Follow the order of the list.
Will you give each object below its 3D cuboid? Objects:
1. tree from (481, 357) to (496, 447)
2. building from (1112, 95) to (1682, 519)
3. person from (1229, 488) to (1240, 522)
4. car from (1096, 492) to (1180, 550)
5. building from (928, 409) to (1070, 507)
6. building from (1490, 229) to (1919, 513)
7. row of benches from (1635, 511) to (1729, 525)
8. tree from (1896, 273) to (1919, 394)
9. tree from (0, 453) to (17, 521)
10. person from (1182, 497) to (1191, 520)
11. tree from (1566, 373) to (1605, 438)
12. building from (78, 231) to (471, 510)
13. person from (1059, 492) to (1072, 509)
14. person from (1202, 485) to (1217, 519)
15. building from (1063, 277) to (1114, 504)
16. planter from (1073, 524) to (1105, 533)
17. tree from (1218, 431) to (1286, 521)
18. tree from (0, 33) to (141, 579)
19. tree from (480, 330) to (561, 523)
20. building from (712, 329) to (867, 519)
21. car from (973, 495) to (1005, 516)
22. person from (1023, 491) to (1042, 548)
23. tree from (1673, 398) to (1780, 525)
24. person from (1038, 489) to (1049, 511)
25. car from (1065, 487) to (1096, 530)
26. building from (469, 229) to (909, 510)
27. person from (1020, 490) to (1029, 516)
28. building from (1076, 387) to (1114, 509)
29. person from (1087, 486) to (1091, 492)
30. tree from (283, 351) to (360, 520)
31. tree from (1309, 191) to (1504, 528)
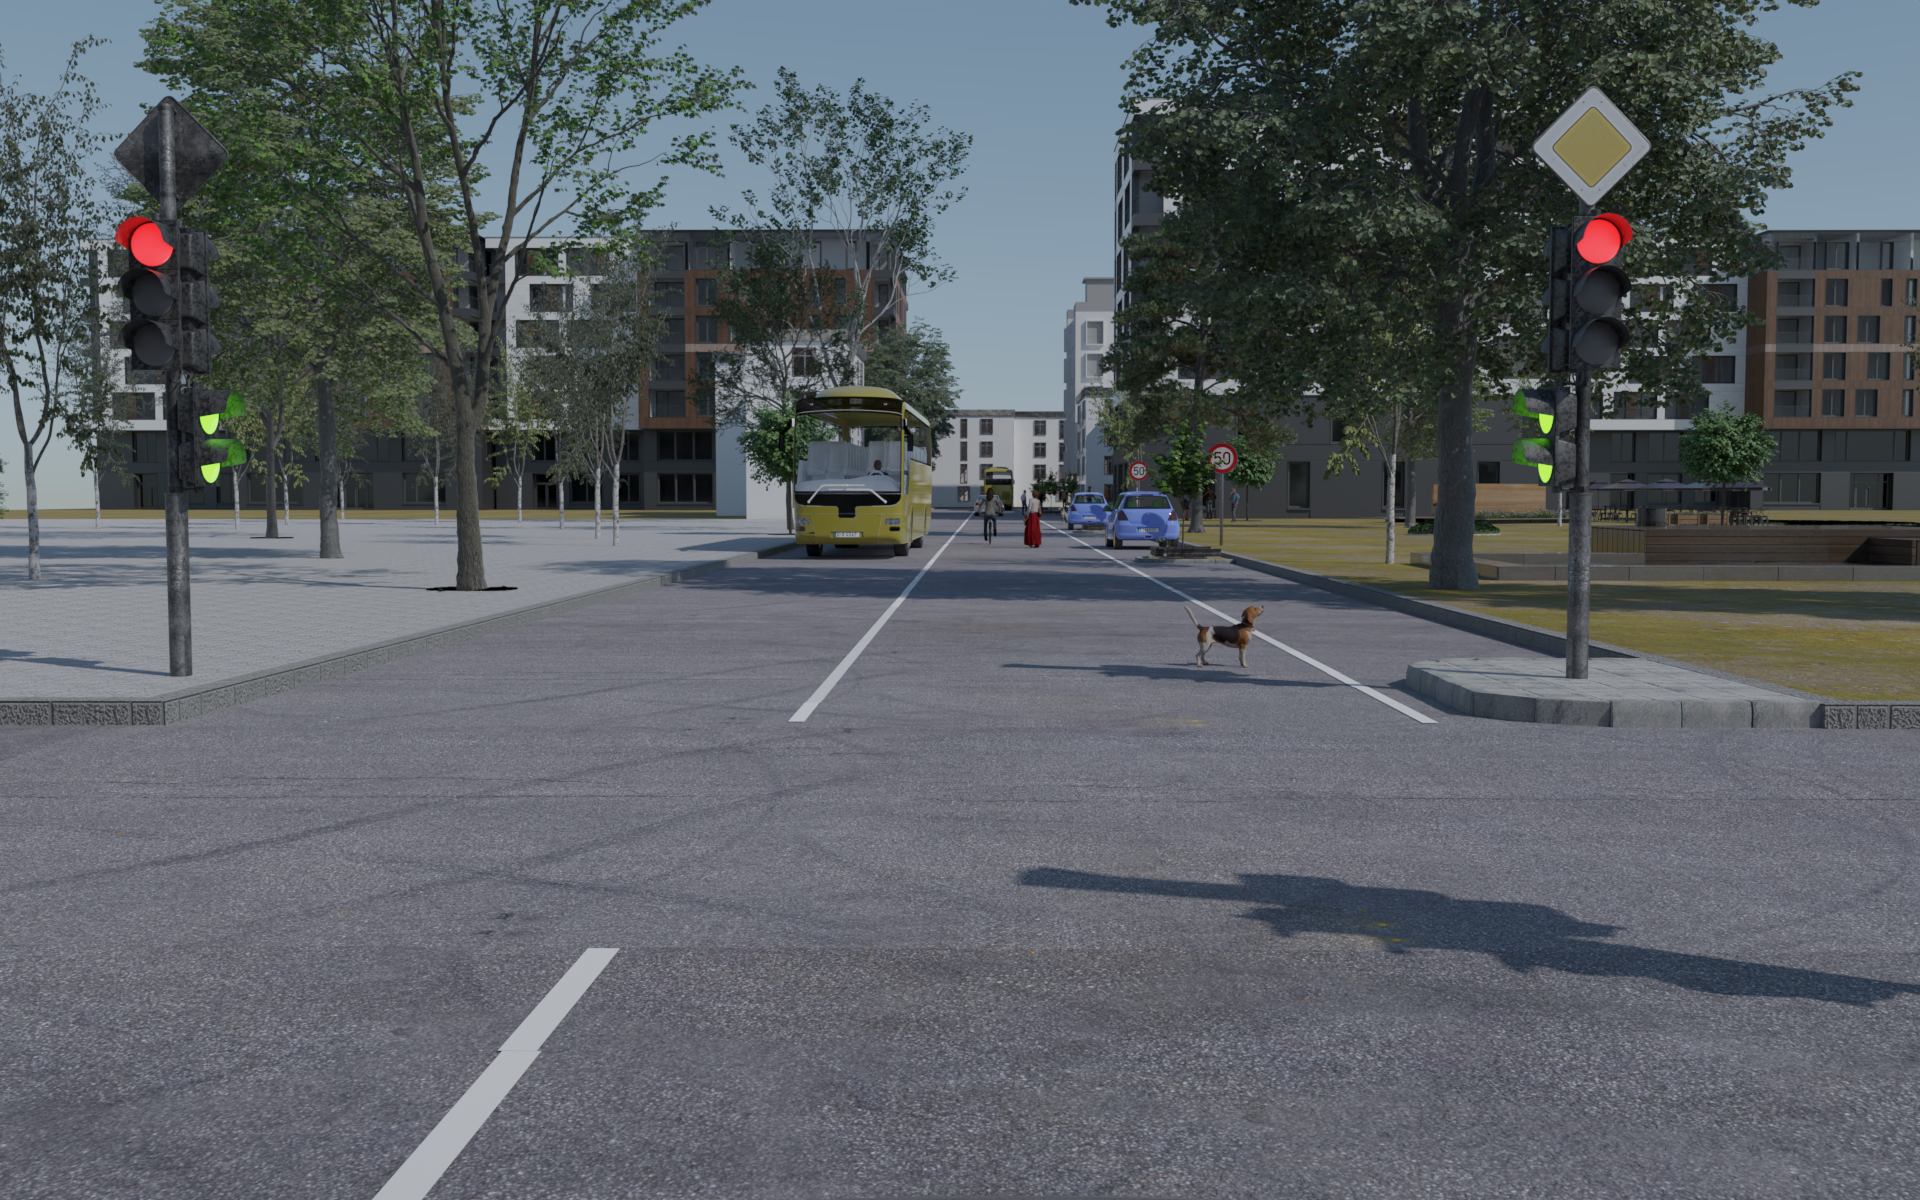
[{"bbox_3d":[-10.594,-6.065,49.527,4.360,8.622,3.978,0,3,0],"label":"tree"},{"bbox_3d":[23.128,-15.996,105.505,27.936,21.610,32.646,0,4,1],"label":"building"},{"bbox_3d":[12.390,-4.285,78.310,0.429,1.552,0.499,0,4,-5],"label":"person"},{"bbox_3d":[4.793,-2.223,45.931,1.945,1.707,3.694,0,4,0],"label":"car"},{"bbox_3d":[5.434,-14.323,176.324,28.070,9.664,9.099,0,4,1],"label":"building"},{"bbox_3d":[66.170,-18.598,148.055,32.646,21.610,27.936,0,4,1],"label":"building"},{"bbox_3d":[26.264,-2.916,63.139,4.104,0.672,1.422,-2,4,-24],"label":"row of benches"},{"bbox_3d":[31.198,-6.314,53.590,4.360,8.622,3.978,0,3,0],"label":"tree"},{"bbox_3d":[-53.313,-10.806,78.499,18.604,14.587,13.155,1,4,15],"label":"tree"},{"bbox_3d":[11.119,-4.580,84.154,0.697,1.427,0.421,3,4,36],"label":"person"},{"bbox_3d":[23.686,-7.245,68.823,4.737,8.622,4.395,0,3,0],"label":"tree"},{"bbox_3d":[-53.901,-18.653,148.952,32.646,21.610,27.936,0,4,1],"label":"building"},{"bbox_3d":[8.823,-8.535,145.686,1.348,1.812,0.705,3,5,39],"label":"person"},{"bbox_3d":[12.670,-4.987,88.411,1.217,1.723,0.721,-2,4,-34],"label":"person"},{"bbox_3d":[17.478,-18.359,156.593,16.016,20.091,11.380,0,4,1],"label":"building"},{"bbox_3d":[5.187,-2.630,64.145,1.991,0.319,1.994,0,4,1],"label":"planter"},{"bbox_3d":[13.724,-6.019,82.128,4.285,4.588,4.351,0,3,0],"label":"tree"},{"bbox_3d":[-13.961,-4.605,25.652,4.360,8.622,3.978,0,3,0],"label":"tree"},{"bbox_3d":[-19.757,-7.778,77.537,4.737,8.622,4.395,0,3,0],"label":"tree"},{"bbox_3d":[-10.053,-9.794,102.279,9.099,9.664,28.070,0,4,1],"label":"building"},{"bbox_3d":[1.884,-6.146,112.848,2.083,1.381,4.827,0,4,3],"label":"car"},{"bbox_3d":[1.942,-2.142,45.986,0.523,1.526,0.387,-3,4,-37],"label":"person"},{"bbox_3d":[26.073,-4.609,59.066,4.285,4.588,4.351,0,3,0],"label":"tree"},{"bbox_3d":[5.407,-6.629,116.898,1.348,1.822,0.705,2,4,26],"label":"person"},{"bbox_3d":[5.186,-3.682,69.790,1.945,1.707,3.694,0,4,3],"label":"car"},{"bbox_3d":[-21.144,-18.593,147.966,32.646,21.610,27.936,0,4,1],"label":"building"},{"bbox_3d":[4.325,-6.485,115.462,0.436,1.711,0.756,-1,4,-17],"label":"person"},{"bbox_3d":[14.329,-11.876,136.323,9.099,9.664,28.070,0,4,1],"label":"building"},{"bbox_3d":[8.211,-6.326,109.559,0.705,1.814,1.350,2,4,31],"label":"person"},{"bbox_3d":[-30.810,-8.293,85.950,4.360,8.622,3.978,0,3,0],"label":"tree"},{"bbox_3d":[16.871,-9.014,65.512,7.486,12.596,7.792,0,3,0],"label":"tree"}]
